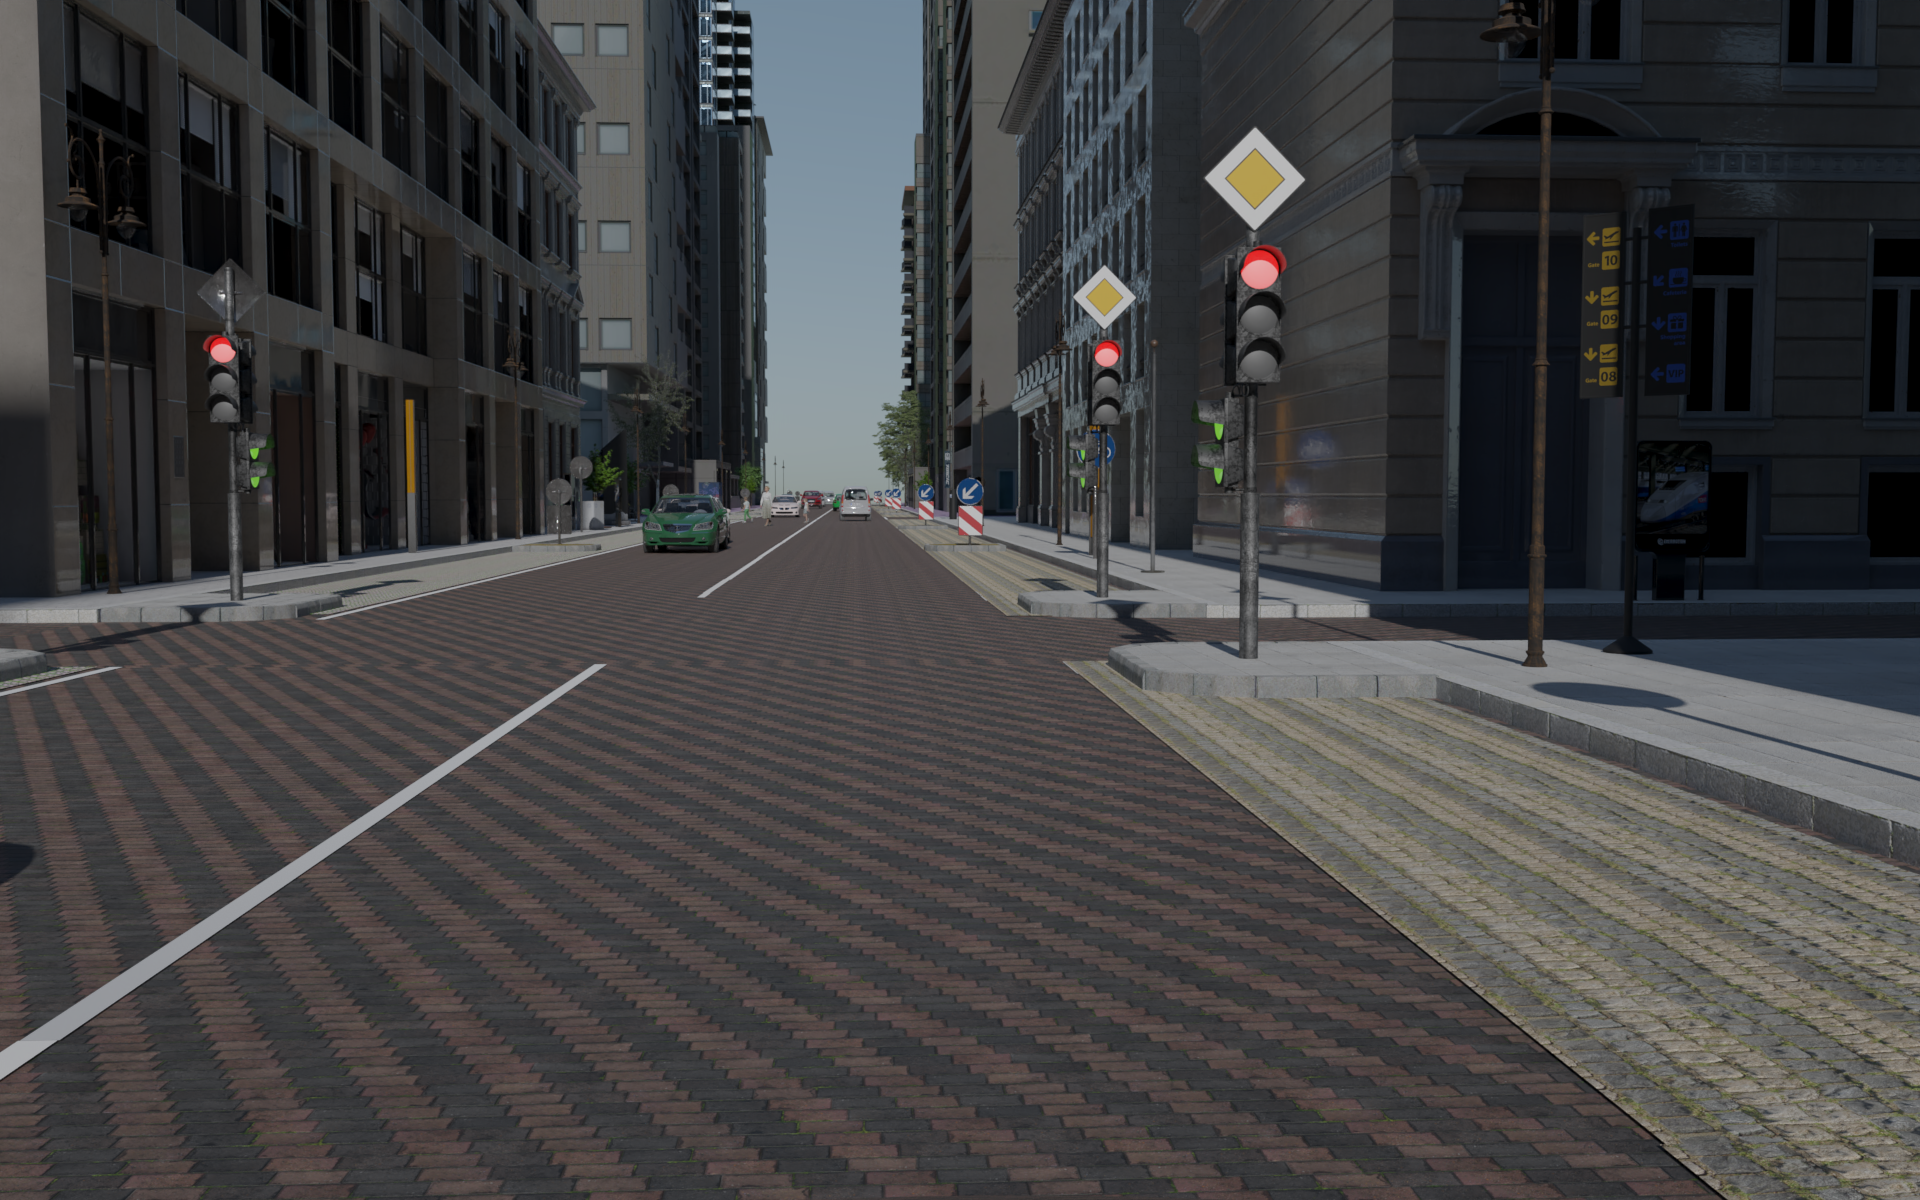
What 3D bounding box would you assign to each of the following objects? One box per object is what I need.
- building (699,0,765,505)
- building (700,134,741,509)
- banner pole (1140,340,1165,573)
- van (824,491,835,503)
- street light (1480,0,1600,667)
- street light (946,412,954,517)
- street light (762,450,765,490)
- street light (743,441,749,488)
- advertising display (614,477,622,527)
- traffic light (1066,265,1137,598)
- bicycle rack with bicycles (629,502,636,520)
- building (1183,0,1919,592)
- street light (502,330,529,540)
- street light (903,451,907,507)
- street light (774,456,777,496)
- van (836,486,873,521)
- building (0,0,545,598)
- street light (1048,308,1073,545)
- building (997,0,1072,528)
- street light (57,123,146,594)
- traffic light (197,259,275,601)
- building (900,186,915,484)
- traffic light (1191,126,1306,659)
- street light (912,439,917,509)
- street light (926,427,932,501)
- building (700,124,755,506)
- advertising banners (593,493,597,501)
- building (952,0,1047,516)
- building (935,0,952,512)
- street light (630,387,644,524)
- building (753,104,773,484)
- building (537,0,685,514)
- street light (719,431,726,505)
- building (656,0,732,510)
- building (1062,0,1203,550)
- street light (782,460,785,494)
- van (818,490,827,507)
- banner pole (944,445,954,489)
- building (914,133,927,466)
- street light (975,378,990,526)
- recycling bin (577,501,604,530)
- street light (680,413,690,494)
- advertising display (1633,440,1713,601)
[{"bbox_3d":[-34.534,-54.719,207.328,22.319,86.520,31.000,0,4,-3],"label":"building"},{"bbox_3d":[-36.456,-28.330,155.080,32.217,40.220,23.993,0,4,-3],"label":"building"},{"bbox_3d":[3.165,-2.351,28.451,0.401,3.779,0.863,0,4,3],"label":"banner pole"},{"bbox_3d":[-17.472,-13.678,230.651,2.013,2.044,4.112,0,4,-4],"label":"van"},{"bbox_3d":[4.281,-2.442,12.718,0.468,5.910,1.993,0,4,-3],"label":"street light"},{"bbox_3d":[-0.546,-7.483,95.132,0.468,5.910,1.993,0,4,-3],"label":"street light"},{"bbox_3d":[-20.486,-12.723,180.804,0.468,5.910,1.993,0,4,-3],"label":"street light"},{"bbox_3d":[-18.558,-10.844,150.085,0.468,5.910,1.993,0,4,-3],"label":"street light"},{"bbox_3d":[-13.265,-3.793,67.223,0.123,1.923,0.974,-1,4,-22],"label":"advertising display"},{"bbox_3d":[1.750,-1.986,21.387,0.839,4.253,0.868,0,4,-3],"label":"traffic light"},{"bbox_3d":[-16.862,-4.310,83.850,2.852,0.926,2.925,-1,4,-18],"label":"bicycle rack with bicycles"},{"bbox_3d":[14.860,-14.850,28.707,20.117,28.700,13.634,0,4,-3],"label":"building"},{"bbox_3d":[-12.494,-4.648,48.790,0.468,5.910,1.993,0,4,-3],"label":"street light"},{"bbox_3d":[-5.465,-12.218,172.546,0.468,5.910,1.993,0,4,-3],"label":"street light"},{"bbox_3d":[-22.074,-14.326,207.024,0.468,5.910,1.993,0,4,-3],"label":"street light"},{"bbox_3d":[-5.615,-5.237,92.641,2.013,2.044,4.112,0,4,-5],"label":"van"},{"bbox_3d":[-21.828,-14.222,37.039,19.350,26.468,34.151,0,4,-3],"label":"building"},{"bbox_3d":[2.495,-4.312,43.285,0.468,5.910,1.993,0,4,-3],"label":"street light"},{"bbox_3d":[7.045,-13.797,76.492,10.553,20.767,40.483,0,4,-3],"label":"building"},{"bbox_3d":[-10.883,-3.017,22.111,0.468,5.910,1.993,0,4,-3],"label":"street light"},{"bbox_3d":[-8.691,-1.946,20.739,0.839,4.253,0.868,0,4,-3],"label":"traffic light"},{"bbox_3d":[2.951,-35.911,241.765,22.147,44.769,28.867,0,4,-3],"label":"building"},{"bbox_3d":[2.235,-1.498,13.416,0.839,4.253,0.868,0,4,-3],"label":"traffic light"},{"bbox_3d":[-3.839,-10.597,146.052,0.468,5.910,1.993,0,4,-3],"label":"street light"},{"bbox_3d":[-2.179,-8.996,119.865,0.468,5.910,1.993,0,4,-3],"label":"street light"},{"bbox_3d":[-29.626,-30.750,186.362,14.154,41.232,14.086,0,4,-3],"label":"building"},{"bbox_3d":[-19.442,-5.858,91.968,0.090,3.025,2.074,0,4,-4],"label":"advertising banners"},{"bbox_3d":[10.720,-29.813,111.145,21.300,48.544,21.600,0,4,-3],"label":"building"},{"bbox_3d":[4.878,-28.126,143.460,14.154,41.232,14.086,0,4,-3],"label":"building"},{"bbox_3d":[-13.940,-6.250,74.976,0.468,5.910,1.993,0,4,-3],"label":"street light"},{"bbox_3d":[-40.425,-39.634,237.248,28.713,52.752,27.495,0,4,-3],"label":"building"},{"bbox_3d":[-31.744,-31.749,108.342,28.713,52.752,27.495,0,4,-3],"label":"building"},{"bbox_3d":[-16.963,-9.222,123.561,0.468,5.910,1.993,0,4,-3],"label":"street light"},{"bbox_3d":[-28.316,-42.433,132.038,20.563,71.187,20.611,0,4,-3],"label":"building"},{"bbox_3d":[9.031,-11.817,47.956,10.420,20.320,16.860,0,4,-3],"label":"building"},{"bbox_3d":[-23.735,-15.909,232.907,0.468,5.910,1.993,0,4,-3],"label":"street light"},{"bbox_3d":[-15.792,-11.339,192.407,2.013,2.044,4.112,0,4,-4],"label":"van"},{"bbox_3d":[-0.534,-6.012,88.305,0.401,3.779,0.863,3,5,39],"label":"banner pole"},{"bbox_3d":[1.722,-31.567,199.713,14.154,41.232,14.086,0,4,-3],"label":"building"},{"bbox_3d":[0.893,-5.895,69.171,0.468,5.910,1.993,0,4,-3],"label":"street light"},{"bbox_3d":[-13.280,-3.039,62.237,0.722,1.027,0.722,1,4,21],"label":"recycling bin"},{"bbox_3d":[-15.473,-7.638,97.667,0.468,5.910,1.993,0,4,-3],"label":"street light"},{"bbox_3d":[8.543,-0.956,20.840,0.974,1.923,0.123,0,4,-7],"label":"advertising display"}]
